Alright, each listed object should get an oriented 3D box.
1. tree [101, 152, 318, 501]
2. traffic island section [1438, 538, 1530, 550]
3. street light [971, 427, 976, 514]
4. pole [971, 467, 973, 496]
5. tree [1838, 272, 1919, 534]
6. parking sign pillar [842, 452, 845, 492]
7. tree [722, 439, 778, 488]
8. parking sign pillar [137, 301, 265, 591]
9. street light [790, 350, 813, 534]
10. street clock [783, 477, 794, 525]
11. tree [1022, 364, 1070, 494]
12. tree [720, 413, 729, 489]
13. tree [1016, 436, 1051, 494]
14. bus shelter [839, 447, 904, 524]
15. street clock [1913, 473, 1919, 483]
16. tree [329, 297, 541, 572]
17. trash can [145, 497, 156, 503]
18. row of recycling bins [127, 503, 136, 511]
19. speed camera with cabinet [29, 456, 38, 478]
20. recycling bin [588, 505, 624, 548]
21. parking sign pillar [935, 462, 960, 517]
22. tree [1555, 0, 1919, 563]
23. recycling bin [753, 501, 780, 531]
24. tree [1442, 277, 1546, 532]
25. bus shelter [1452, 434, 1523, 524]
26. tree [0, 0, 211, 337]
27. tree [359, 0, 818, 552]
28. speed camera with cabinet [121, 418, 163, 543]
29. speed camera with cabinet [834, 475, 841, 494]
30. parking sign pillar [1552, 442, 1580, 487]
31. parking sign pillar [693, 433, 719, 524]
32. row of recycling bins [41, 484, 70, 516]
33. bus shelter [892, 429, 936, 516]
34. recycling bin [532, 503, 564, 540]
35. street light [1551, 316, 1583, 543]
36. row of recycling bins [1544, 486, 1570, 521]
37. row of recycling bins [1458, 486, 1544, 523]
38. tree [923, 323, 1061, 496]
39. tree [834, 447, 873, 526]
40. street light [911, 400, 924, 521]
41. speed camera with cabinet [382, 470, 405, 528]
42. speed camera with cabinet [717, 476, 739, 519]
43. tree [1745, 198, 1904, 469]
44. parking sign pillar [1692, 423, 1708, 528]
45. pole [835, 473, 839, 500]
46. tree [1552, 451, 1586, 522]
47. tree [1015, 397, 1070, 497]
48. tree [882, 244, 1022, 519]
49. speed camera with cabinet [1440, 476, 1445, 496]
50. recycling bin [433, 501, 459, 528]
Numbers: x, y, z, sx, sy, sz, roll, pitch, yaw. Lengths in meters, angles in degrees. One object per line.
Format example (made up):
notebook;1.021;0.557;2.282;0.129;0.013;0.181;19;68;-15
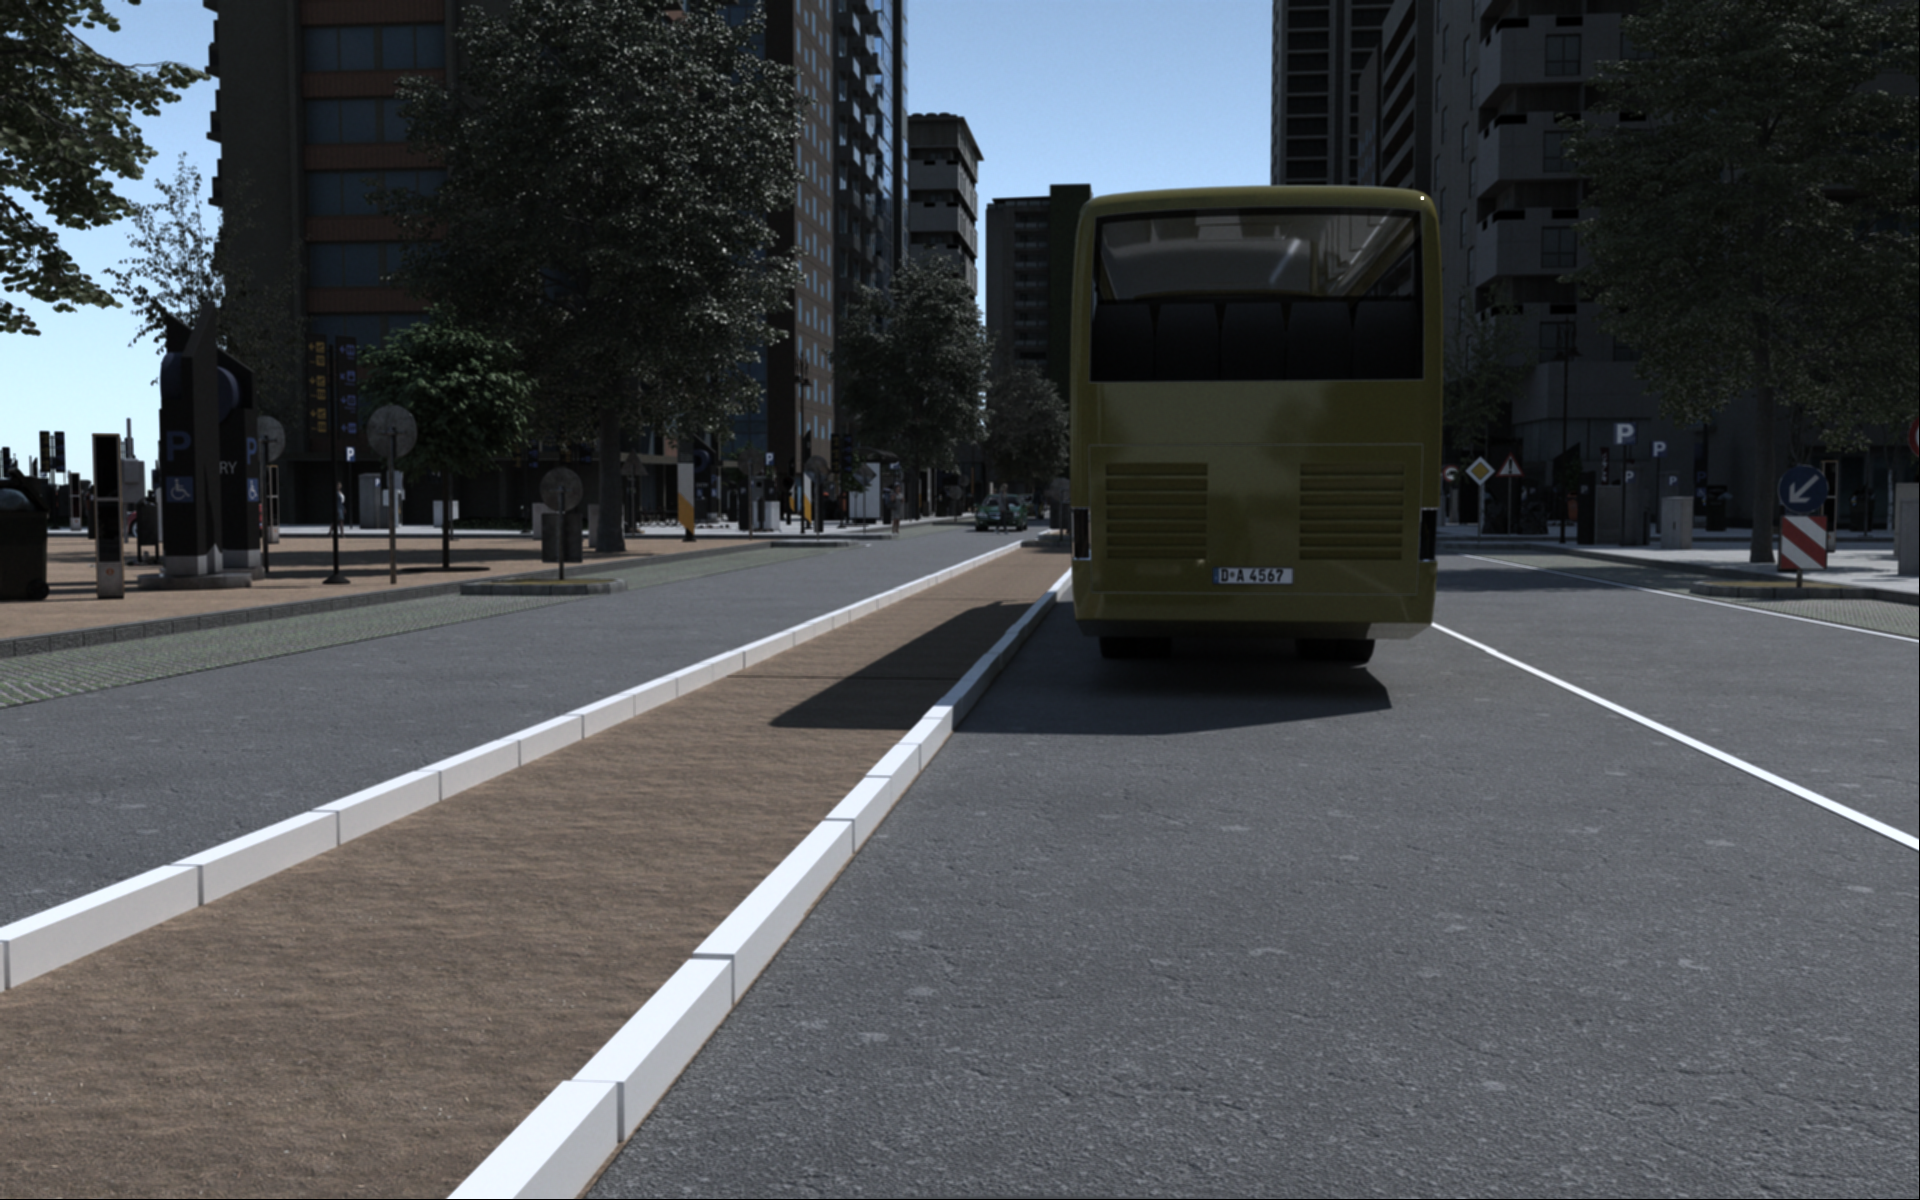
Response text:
tree;-16.646;-5.388;38.450;4.360;8.622;3.978;0;3;0
traffic island section;13.721;-1.435;45.742;2.009;0.180;2.903;0;4;6
street light;0.849;-8.495;111.676;0.468;5.910;1.993;0;4;6
pole;0.971;-8.376;130.795;0.158;3.312;0.155;0;3;0
tree;29.970;-6.421;55.350;4.737;8.622;4.395;0;3;0
parking sign pillar;-6.891;-7.456;110.385;1.447;3.967;1.447;-3;4;-38
tree;-12.601;-7.301;103.081;4.285;4.588;4.351;0;3;0
parking sign pillar;-10.481;-2.150;23.619;1.447;3.967;1.447;-1;4;-9
street light;-5.088;-5.081;55.863;0.468;5.910;1.993;0;4;6
street clock;-7.155;-4.141;72.268;0.471;2.002;0.358;0;4;-4
tree;6.436;-15.976;167.864;9.857;13.997;8.962;0;3;0
tree;-16.062;-9.650;108.147;4.737;8.622;4.395;0;3;0
tree;7.254;-13.906;177.726;4.360;8.622;3.978;0;3;0
bus shelter;-3.859;-5.056;76.597;2.014;3.302;5.546;0;4;6
street clock;32.103;-3.258;57.832;0.471;2.002;0.358;3;5;43
tree;-8.729;-2.768;28.979;4.285;4.588;4.351;0;3;0
trash can;-47.330;-5.489;101.395;0.748;1.137;0.748;0;3;0
row of recycling bins;-62.221;-7.468;129.219;1.069;1.692;3.534;-3;5;-41
speed camera with cabinet;-48.426;-5.782;88.864;2.038;3.252;0.660;0;4;2
recycling bin;-8.496;-1.776;41.598;0.722;1.027;0.722;0;4;1
parking sign pillar;-0.718;-6.751;98.850;1.447;3.967;1.447;0;4;5
tree;14.714;-6.988;32.373;7.486;12.596;7.792;0;3;0
recycling bin;-6.766;-2.937;60.569;0.722;1.027;0.722;1;4;22
tree;17.525;-6.626;58.693;4.737;8.622;4.395;0;3;0
bus shelter;21.412;-4.842;70.447;1.731;3.624;6.357;0;4;6
tree;-9.952;-5.875;14.179;7.486;12.596;7.792;0;3;0
tree;-7.915;-8.050;38.267;9.857;13.997;8.962;0;3;0
speed camera with cabinet;-21.213;-3.143;45.727;2.038;3.252;0.660;-3;5;-40
speed camera with cabinet;-8.415;-7.942;124.190;0.660;3.252;2.038;2;4;35
parking sign pillar;31.241;-6.169;89.334;1.447;3.967;1.447;1;4;11
parking sign pillar;-11.255;-5.332;75.652;1.447;3.967;1.447;2;4;31
row of recycling bins;-38.635;-4.001;72.530;3.534;1.692;1.069;0;4;7
bus shelter;-2.628;-7.630;102.377;2.179;5.291;8.768;0;4;6
recycling bin;-11.562;-2.210;48.685;0.722;1.027;0.722;0;4;4
street light;15.720;-4.417;45.012;0.468;5.910;1.993;0;4;6
row of recycling bins;29.047;-4.751;84.793;3.534;1.692;1.069;-3;5;-43
row of recycling bins;23.818;-4.264;76.829;3.534;1.692;1.069;3;5;40
tree;1.974;-13.002;122.953;12.009;13.543;11.850;0;3;0
tree;-4.055;-4.559;69.134;1.663;3.219;1.824;0;3;0
street light;-2.079;-6.788;83.765;0.468;5.910;1.993;0;4;6
speed camera with cabinet;-21.965;-4.457;67.200;0.660;3.252;2.038;-1;4;-10
speed camera with cabinet;-11.194;-5.443;83.329;2.038;3.252;0.660;0;4;-2
tree;21.288;-5.683;43.271;4.360;8.622;3.978;0;3;0
parking sign pillar;27.951;-4.701;65.330;1.447;3.967;1.447;1;4;21
pole;-8.344;-7.555;117.374;0.158;3.312;0.155;0;3;0
tree;27.991;-5.136;78.569;1.663;3.219;1.824;0;3;0
tree;9.667;-17.179;199.006;7.486;12.596;7.792;0;3;0
tree;-2.389;-11.227;90.223;9.857;13.997;8.962;0;3;0
speed camera with cabinet;22.199;-5.288;80.796;0.660;3.252;2.038;1;4;22
recycling bin;-19.656;-3.283;66.231;0.722;1.027;0.722;1;4;9
